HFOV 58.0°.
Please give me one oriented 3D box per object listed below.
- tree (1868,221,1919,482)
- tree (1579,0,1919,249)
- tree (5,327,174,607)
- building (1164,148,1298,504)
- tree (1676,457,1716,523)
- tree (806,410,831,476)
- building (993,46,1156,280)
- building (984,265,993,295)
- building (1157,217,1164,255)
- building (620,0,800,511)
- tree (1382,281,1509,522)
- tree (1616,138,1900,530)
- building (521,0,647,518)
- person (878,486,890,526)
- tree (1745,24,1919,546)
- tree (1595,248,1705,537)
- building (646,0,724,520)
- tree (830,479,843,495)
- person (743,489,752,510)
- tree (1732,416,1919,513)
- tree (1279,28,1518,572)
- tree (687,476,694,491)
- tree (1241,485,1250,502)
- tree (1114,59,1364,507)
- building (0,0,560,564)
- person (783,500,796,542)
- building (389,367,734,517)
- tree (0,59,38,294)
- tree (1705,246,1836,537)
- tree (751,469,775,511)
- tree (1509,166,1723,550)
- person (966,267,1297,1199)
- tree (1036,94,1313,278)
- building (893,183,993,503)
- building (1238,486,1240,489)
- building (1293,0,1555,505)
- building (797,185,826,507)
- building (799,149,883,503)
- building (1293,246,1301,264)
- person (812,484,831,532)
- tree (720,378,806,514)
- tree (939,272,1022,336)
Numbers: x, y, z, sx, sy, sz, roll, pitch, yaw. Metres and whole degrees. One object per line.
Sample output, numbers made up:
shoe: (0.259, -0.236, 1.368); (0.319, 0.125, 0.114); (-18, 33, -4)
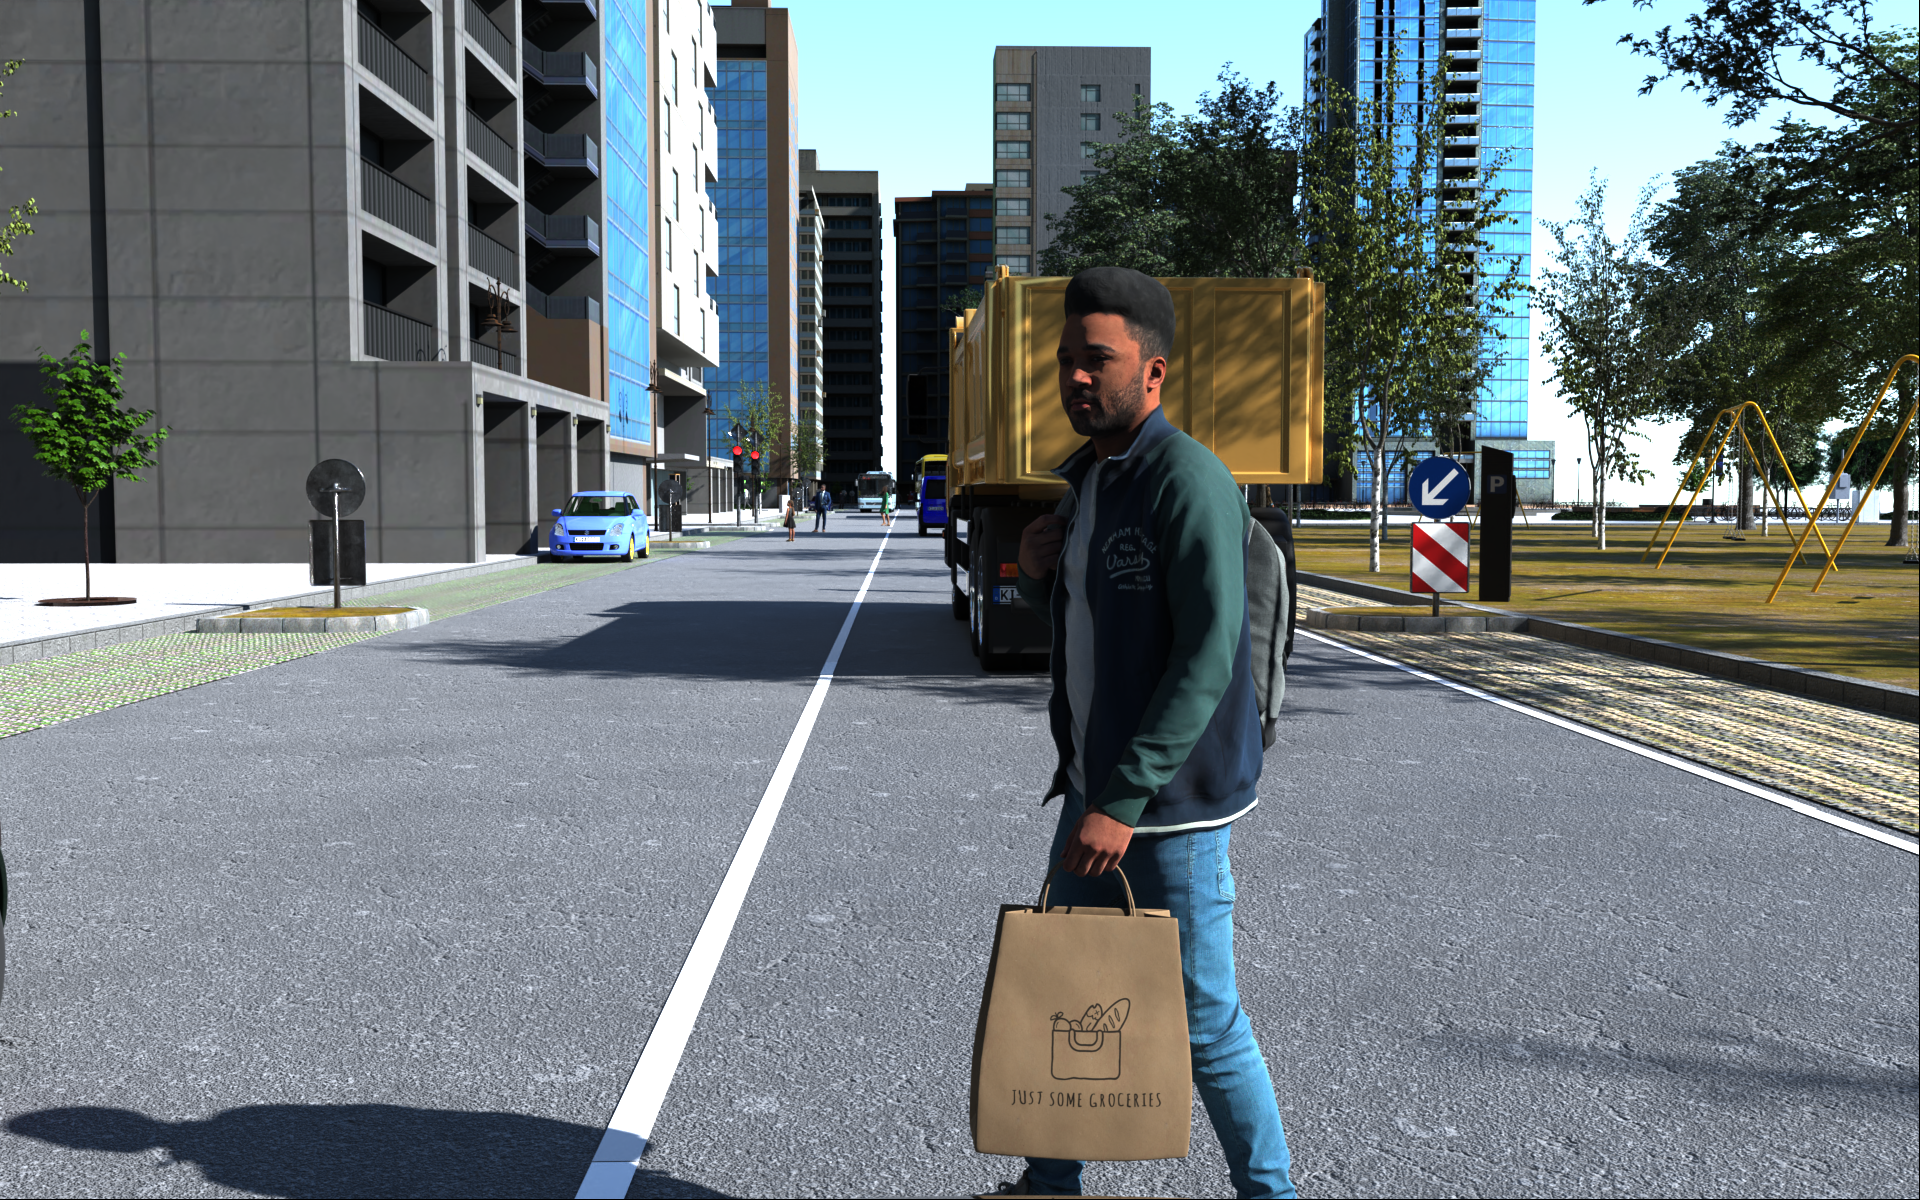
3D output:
tree: (19.458, -5.066, 33.199); (4.737, 8.622, 4.395); (0, 3, 0)
tree: (8.300, -4.733, 11.804); (8.767, 10.594, 7.601); (0, 4, -5)
tree: (-10.070, -1.566, 20.210); (1.663, 3.219, 1.824); (0, 3, 0)
building: (34.013, -34.871, 220.259); (14.200, 45.320, 14.600); (0, 4, -2)
tree: (33.325, -5.112, 78.177); (1.663, 3.219, 1.824); (0, 3, 0)
tree: (-13.391, -12.127, 148.639); (4.737, 8.622, 4.395); (0, 3, 0)
building: (9.993, -29.267, 162.108); (14.154, 41.232, 14.086); (0, 4, -2)
building: (9.923, -27.390, 219.527); (14.160, 30.474, 14.107); (0, 4, -2)
building: (25.611, -34.266, 243.840); (14.086, 41.232, 14.154); (0, 4, -2)
building: (-22.011, -31.065, 158.023); (14.600, 45.320, 14.200); (0, 4, -2)
tree: (16.366, -6.595, 58.183); (4.360, 8.622, 3.978); (0, 3, 0)
tree: (28.269, -9.496, 61.919); (9.857, 13.997, 8.962); (0, 3, 0)
building: (-18.816, -25.071, 60.022); (14.200, 45.320, 14.600); (0, 4, -2)
person: (-3.359, -4.233, 77.949); (0.529, 1.795, 0.600); (-2, 4, -30)
tree: (23.376, -7.619, 42.690); (7.486, 12.596, 7.792); (0, 3, 0)
tree: (19.049, -6.183, 51.454); (4.737, 8.622, 4.395); (0, 3, 0)
building: (-27.065, -30.539, 88.554); (28.713, 52.752, 27.495); (0, 4, -2)
tree: (-15.649, -13.787, 220.016); (1.663, 3.219, 1.824); (0, 3, 0)
person: (-16.867, -8.001, 136.953); (0.850, 1.850, 0.679); (0, 4, 4)
tree: (58.982, -9.499, 118.210); (11.467, 7.101, 20.602); (-1, 4, -12)
tree: (7.058, -4.783, 28.567); (4.737, 8.622, 4.395); (0, 3, 0)
tree: (-17.454, -6.864, 106.820); (1.663, 3.219, 1.824); (0, 3, 0)
tree: (18.371, -9.752, 109.800); (4.360, 8.622, 3.978); (0, 3, 0)
tree: (6.390, -6.343, 38.129); (7.601, 10.594, 8.767); (-1, 4, -13)
building: (-19.505, -36.799, 39.908); (20.563, 71.187, 20.611); (0, 4, -2)
person: (-5.156, -2.392, 52.282); (0.373, 1.253, 0.362); (2, 4, 33)
building: (-26.641, -41.698, 120.013); (20.563, 71.187, 20.611); (0, 4, -2)
tree: (-16.274, -4.663, 26.608); (4.737, 8.622, 4.395); (0, 3, 0)
tree: (24.375, -6.240, 52.392); (4.737, 8.622, 4.395); (0, 3, 0)
tree: (-15.503, -8.571, 134.739); (1.663, 3.219, 1.824); (0, 3, 0)
tree: (15.054, -5.464, 39.702); (4.360, 8.622, 3.978); (0, 3, 0)
person: (0.304, 0.334, 3.027); (0.713, 1.824, 0.794); (0, 3, 0)
tree: (6.961, -9.163, 56.469); (9.857, 13.997, 8.962); (0, 3, 0)
building: (3.351, -36.211, 246.680); (28.867, 44.769, 22.147); (0, 4, -2)
building: (15.904, -21.619, 198.515); (27.650, 21.520, 28.899); (0, 4, -2)
building: (57.098, -55.214, 215.418); (31.000, 86.520, 22.319); (0, 4, -2)
building: (-28.493, -31.639, 209.179); (23.993, 40.220, 32.217); (0, 4, -2)
building: (-21.879, -38.064, 246.042); (21.600, 48.544, 21.300); (0, 4, -2)
building: (44.356, -34.351, 253.515); (23.993, 40.220, 32.217); (0, 4, -2)
person: (-5.208, -3.454, 65.154); (0.721, 1.800, 0.419); (0, 4, 1)
tree: (-12.772, -9.677, 108.575); (4.737, 8.622, 4.395); (0, 3, 0)
tree: (4.850, -17.713, 145.502); (12.611, 20.169, 13.585); (0, 3, 0)
